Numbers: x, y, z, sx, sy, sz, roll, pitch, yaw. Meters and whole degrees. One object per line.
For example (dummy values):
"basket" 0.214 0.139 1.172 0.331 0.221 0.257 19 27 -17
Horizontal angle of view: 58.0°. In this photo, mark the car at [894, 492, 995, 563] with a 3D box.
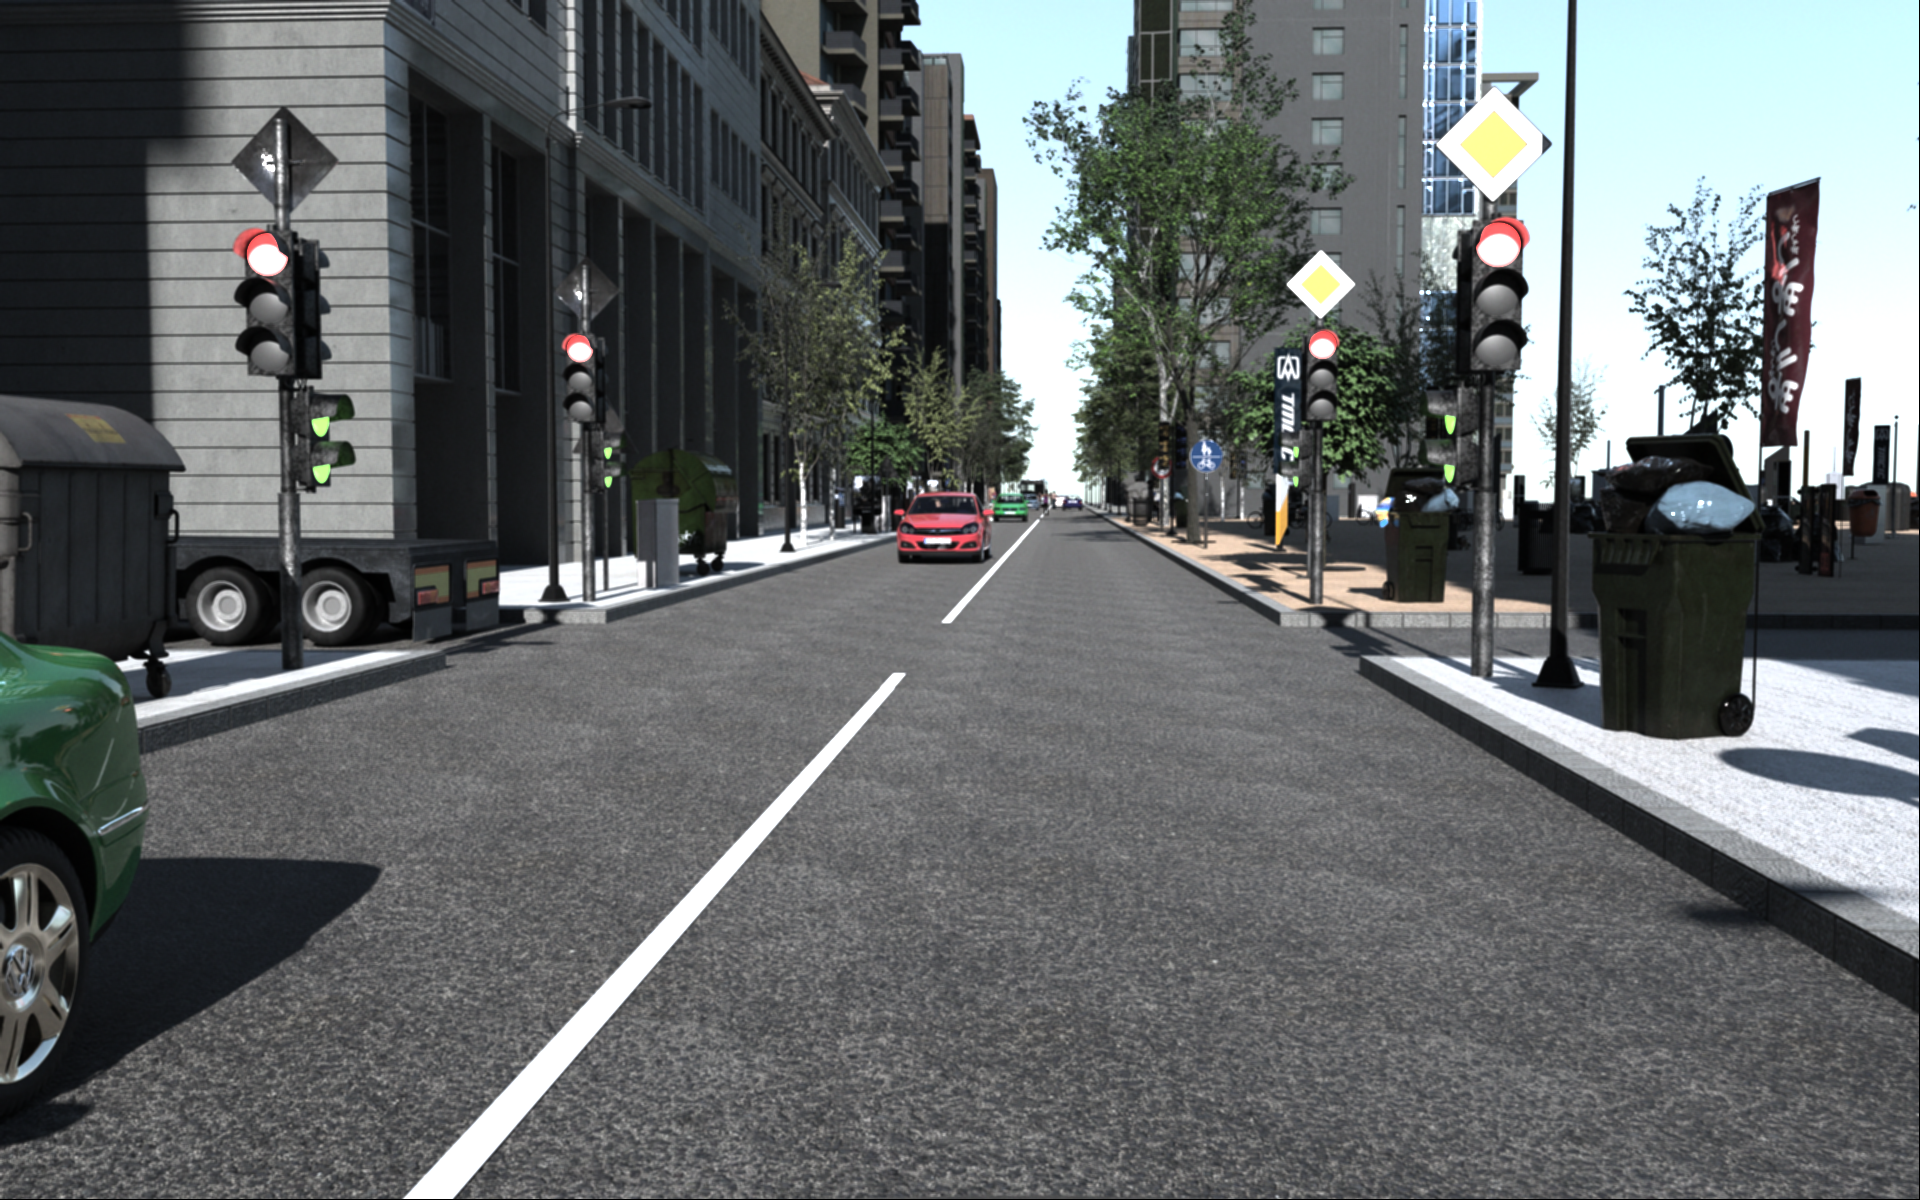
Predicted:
"car" -0.303 -1.726 37.261 2.155 1.783 4.494 0 4 4

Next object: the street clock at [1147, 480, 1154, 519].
"street clock" 9.734 -5.127 88.394 0.471 2.002 0.358 2 4 25

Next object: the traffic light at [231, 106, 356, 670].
"traffic light" -4.882 -1.448 12.598 0.839 4.253 0.868 0 4 3

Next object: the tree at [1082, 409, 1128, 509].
"tree" 12.051 -11.921 145.278 4.360 8.622 3.978 0 3 0

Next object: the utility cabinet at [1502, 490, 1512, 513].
"utility cabinet" 27.878 -4.865 88.221 0.318 1.500 1.173 2 4 27

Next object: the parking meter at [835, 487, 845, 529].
"parking meter" -4.448 -3.405 64.088 0.372 1.533 0.369 0 3 0

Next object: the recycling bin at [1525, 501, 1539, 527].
"recycling bin" 22.138 -3.356 67.423 0.722 1.027 0.722 1 4 19

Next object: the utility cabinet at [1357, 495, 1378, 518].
"utility cabinet" 21.610 -4.931 91.783 1.020 1.237 0.306 2 4 25

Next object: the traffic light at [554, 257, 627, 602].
"traffic light" -4.412 -1.936 20.570 0.839 4.253 0.868 0 4 3

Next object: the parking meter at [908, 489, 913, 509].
"parking meter" -2.356 -4.646 84.380 0.372 1.533 0.369 0 3 0

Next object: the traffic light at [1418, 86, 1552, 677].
"traffic light" 3.665 -1.418 12.112 0.839 4.253 0.868 0 4 3

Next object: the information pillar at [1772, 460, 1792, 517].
"information pillar" 17.907 -2.035 37.765 0.304 2.012 0.304 1 4 12

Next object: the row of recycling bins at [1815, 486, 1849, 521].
"row of recycling bins" 42.338 -4.686 83.723 1.069 1.692 3.534 0 4 -2

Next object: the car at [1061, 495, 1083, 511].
"car" 9.818 -8.494 151.458 1.945 1.354 3.894 0 4 3

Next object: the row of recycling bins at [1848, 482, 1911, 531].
"row of recycling bins" 32.206 -3.251 60.274 3.534 1.692 1.069 -3 5 -45

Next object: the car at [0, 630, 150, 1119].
"car" -3.081 0.377 2.638 1.959 1.807 4.718 0 4 2

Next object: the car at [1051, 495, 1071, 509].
"car" 9.860 -9.518 167.985 2.083 1.381 4.827 0 4 3

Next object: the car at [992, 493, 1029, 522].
"car" 2.635 -4.977 90.165 1.959 1.807 4.718 0 4 3

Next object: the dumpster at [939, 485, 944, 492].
"dumpster" -1.421 -4.595 80.893 1.264 1.857 1.865 0 4 3

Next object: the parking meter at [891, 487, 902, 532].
"parking meter" -2.167 -3.109 59.236 0.372 1.533 0.369 0 3 0

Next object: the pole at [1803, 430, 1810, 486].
"pole" 27.005 -3.759 55.309 0.158 3.312 0.155 0 3 0

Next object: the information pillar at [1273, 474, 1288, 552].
"information pillar" 7.132 -2.874 38.345 0.183 3.616 0.504 2 4 33

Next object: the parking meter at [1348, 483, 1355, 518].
"parking meter" 20.703 -5.250 91.549 0.255 1.863 0.399 -1 4 -9

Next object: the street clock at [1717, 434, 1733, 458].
"street clock" 9.084 -1.002 20.947 0.358 2.002 0.471 -1 4 -13

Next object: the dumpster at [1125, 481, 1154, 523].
"dumpster" 8.121 -4.444 78.411 1.264 1.857 1.865 0 4 3

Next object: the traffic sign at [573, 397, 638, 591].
"traffic sign" -4.681 -1.397 22.841 0.884 2.594 0.081 0 4 6

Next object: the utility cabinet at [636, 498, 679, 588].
"utility cabinet" -4.231 -0.801 24.252 0.306 1.237 1.020 1 4 9

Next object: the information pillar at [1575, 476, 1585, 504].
"information pillar" 24.745 -3.955 69.157 0.304 2.012 0.304 0 4 -6

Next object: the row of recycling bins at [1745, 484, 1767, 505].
"row of recycling bins" 33.093 -4.065 73.577 3.534 1.692 1.069 -3 4 -38

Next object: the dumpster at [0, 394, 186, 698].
"dumpster" -5.595 -0.271 10.194 1.264 1.857 1.865 0 4 3

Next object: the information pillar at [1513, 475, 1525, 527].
"information pillar" 21.521 -3.802 66.658 0.304 2.012 0.304 -1 4 -20

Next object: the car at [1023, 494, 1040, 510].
"car" 6.166 -8.722 154.604 2.014 1.417 4.499 0 4 2

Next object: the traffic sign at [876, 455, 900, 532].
"traffic sign" -2.450 -3.539 57.861 0.884 2.594 0.081 1 4 10

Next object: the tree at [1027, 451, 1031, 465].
"tree" 6.294 -15.735 207.633 4.360 8.622 3.978 0 3 0

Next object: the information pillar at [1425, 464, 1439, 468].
"information pillar" 10.578 -2.096 38.767 0.304 2.012 0.304 0 4 5

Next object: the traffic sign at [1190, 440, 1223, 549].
"traffic sign" 5.771 -2.477 40.601 0.768 2.556 0.104 1 4 12

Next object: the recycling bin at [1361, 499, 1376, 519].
"recycling bin" 21.422 -4.787 90.820 0.722 1.027 0.722 1 4 13

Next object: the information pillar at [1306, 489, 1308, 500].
"information pillar" 18.233 -6.036 90.036 0.504 3.616 0.183 -1 4 -15

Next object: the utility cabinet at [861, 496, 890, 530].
"utility cabinet" -2.988 -3.068 61.318 1.020 1.237 0.306 0 4 8

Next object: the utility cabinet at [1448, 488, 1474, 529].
"utility cabinet" 18.046 -3.301 62.645 0.318 1.500 1.173 -2 4 -25

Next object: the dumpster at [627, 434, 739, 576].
"dumpster" -4.480 -1.553 27.884 1.502 2.255 1.985 0 4 3

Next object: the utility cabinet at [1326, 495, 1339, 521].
"utility cabinet" 17.679 -4.376 82.713 1.020 1.237 0.306 -3 5 -41

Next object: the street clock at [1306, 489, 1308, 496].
"street clock" 16.646 -4.770 82.567 0.358 2.002 0.471 1 4 20

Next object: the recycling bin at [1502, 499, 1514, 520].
"recycling bin" 27.564 -4.521 86.473 0.722 1.027 0.722 3 5 39

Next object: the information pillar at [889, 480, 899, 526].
"information pillar" -2.668 -3.996 69.819 0.304 2.012 0.304 3 4 37

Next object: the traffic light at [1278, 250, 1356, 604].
"traffic light" 4.135 -1.906 20.084 0.839 4.253 0.868 0 4 3

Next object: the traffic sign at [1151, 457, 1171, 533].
"traffic sign" 6.726 -3.520 57.651 0.768 2.556 0.104 1 4 13

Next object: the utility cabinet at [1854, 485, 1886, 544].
"utility cabinet" 23.177 -2.169 44.143 1.173 1.500 0.318 -3 5 -40

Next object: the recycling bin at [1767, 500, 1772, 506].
"recycling bin" 36.197 -4.009 78.106 0.722 1.027 0.722 -2 4 -33
